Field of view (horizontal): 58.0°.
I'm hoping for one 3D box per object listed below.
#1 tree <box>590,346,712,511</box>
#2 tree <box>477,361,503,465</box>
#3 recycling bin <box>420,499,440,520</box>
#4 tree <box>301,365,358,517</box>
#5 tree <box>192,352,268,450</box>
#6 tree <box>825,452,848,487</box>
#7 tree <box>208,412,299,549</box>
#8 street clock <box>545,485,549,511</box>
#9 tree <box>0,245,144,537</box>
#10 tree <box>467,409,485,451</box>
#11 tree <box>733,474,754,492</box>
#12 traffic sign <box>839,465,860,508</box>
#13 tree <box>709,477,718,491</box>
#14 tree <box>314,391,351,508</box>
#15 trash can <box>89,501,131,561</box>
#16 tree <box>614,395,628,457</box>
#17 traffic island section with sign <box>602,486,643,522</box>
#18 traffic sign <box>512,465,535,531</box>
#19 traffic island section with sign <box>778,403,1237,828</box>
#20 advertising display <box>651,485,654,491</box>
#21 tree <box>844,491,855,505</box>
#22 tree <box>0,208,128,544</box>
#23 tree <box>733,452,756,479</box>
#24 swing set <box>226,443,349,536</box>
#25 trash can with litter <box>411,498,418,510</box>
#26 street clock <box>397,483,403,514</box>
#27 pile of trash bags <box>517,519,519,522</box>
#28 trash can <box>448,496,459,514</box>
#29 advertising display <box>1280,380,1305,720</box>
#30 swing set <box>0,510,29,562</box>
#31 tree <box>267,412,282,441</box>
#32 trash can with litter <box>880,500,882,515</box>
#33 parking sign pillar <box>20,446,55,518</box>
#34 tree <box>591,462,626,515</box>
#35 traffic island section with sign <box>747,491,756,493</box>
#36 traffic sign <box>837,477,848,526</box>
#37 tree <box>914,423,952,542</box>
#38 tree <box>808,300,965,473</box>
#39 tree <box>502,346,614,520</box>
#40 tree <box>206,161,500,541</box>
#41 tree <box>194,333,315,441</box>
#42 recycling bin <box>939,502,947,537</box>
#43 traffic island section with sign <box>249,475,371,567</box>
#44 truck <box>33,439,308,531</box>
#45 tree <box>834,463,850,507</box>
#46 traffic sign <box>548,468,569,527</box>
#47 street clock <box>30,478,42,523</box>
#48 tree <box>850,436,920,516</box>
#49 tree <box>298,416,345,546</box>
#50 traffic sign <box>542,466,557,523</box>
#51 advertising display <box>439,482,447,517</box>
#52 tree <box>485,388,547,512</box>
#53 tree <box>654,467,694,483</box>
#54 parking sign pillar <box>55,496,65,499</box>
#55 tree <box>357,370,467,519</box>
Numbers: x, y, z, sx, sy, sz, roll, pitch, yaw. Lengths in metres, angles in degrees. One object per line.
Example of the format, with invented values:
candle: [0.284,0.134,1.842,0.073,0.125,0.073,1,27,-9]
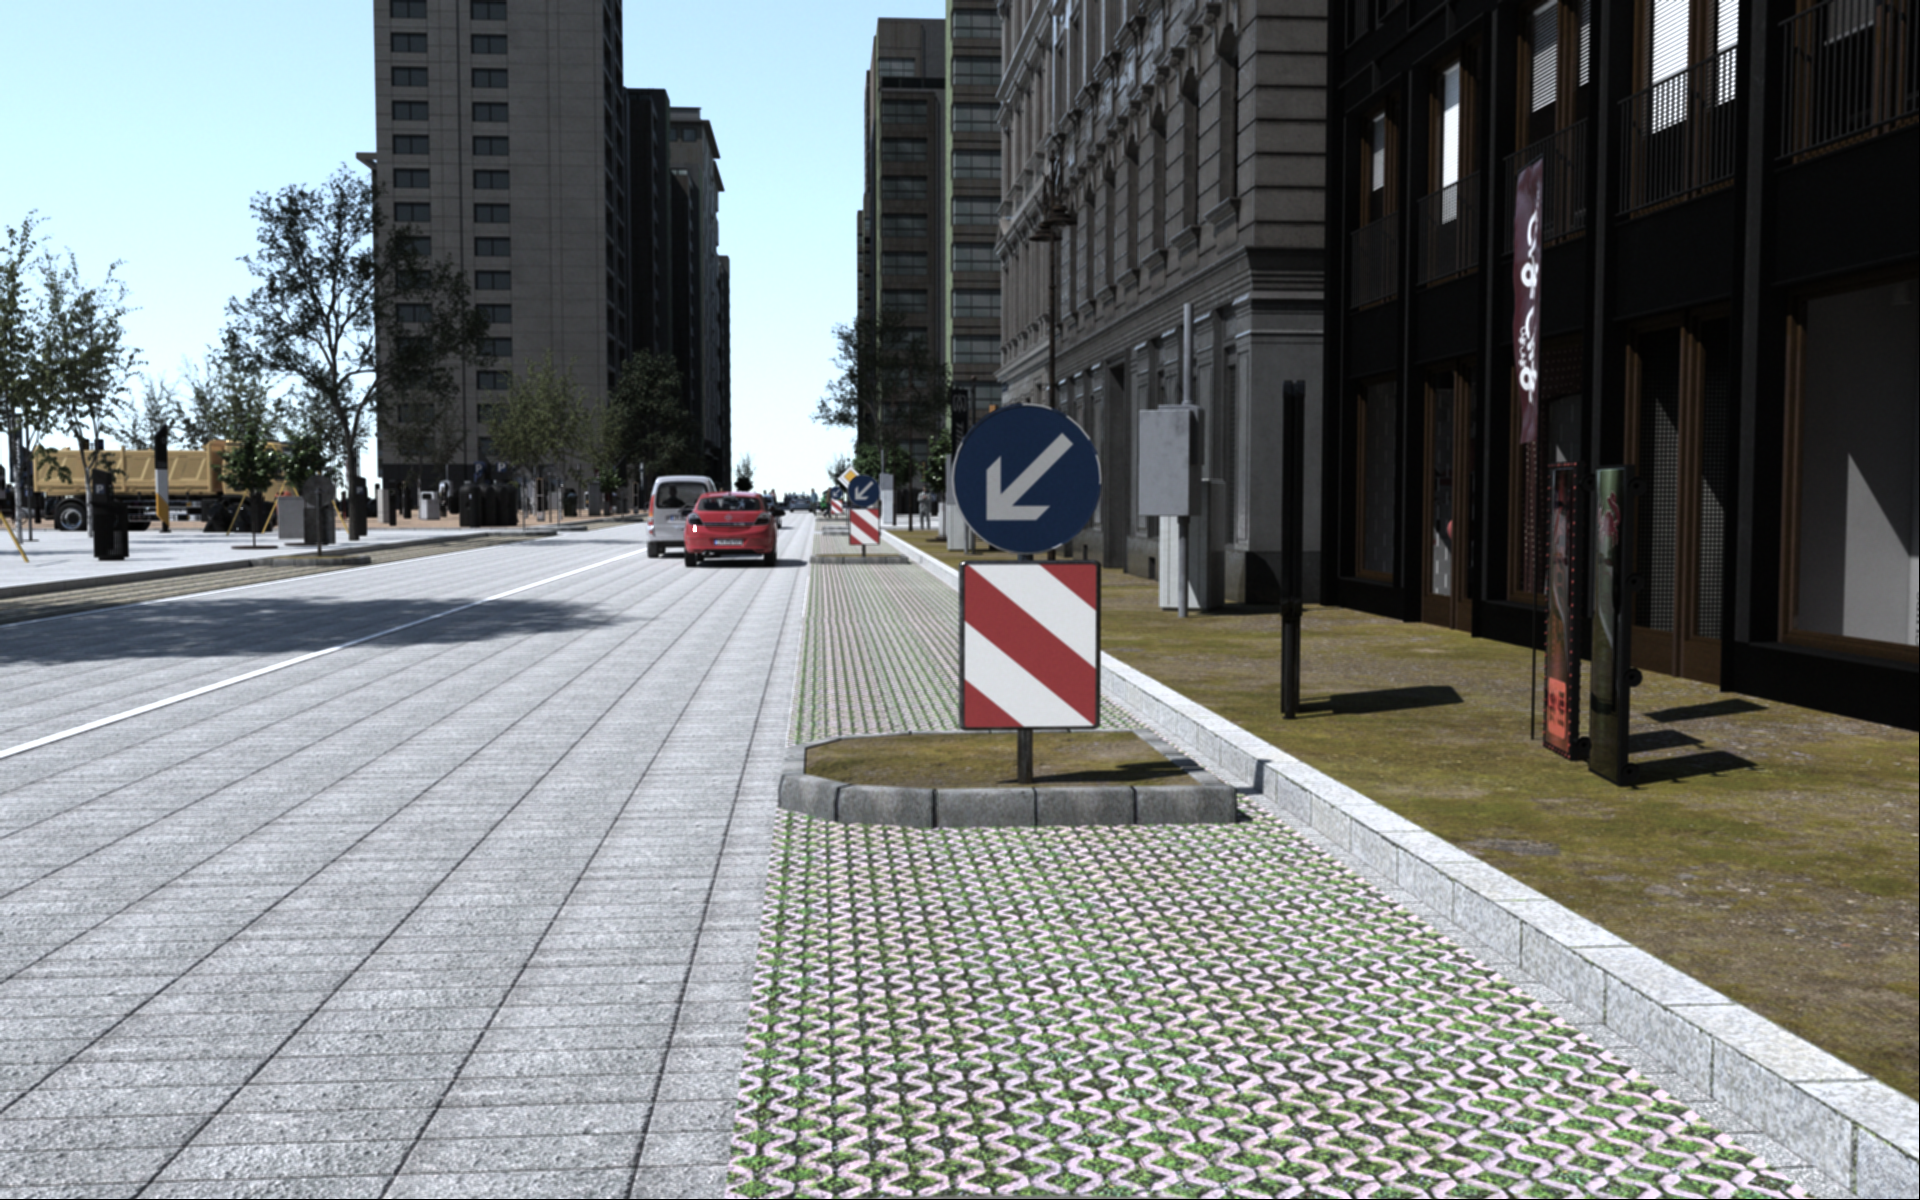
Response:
tree: [-24.047,-13.301,134.486,9.611,12.733,9.660,0,3,0]
tree: [-23.304,-8.655,91.867,4.737,8.622,4.395,0,3,0]
recycling bin: [-26.268,-4.485,85.878,0.722,1.027,0.722,-3,5,-43]
tree: [-35.510,-9.086,98.920,4.360,8.622,3.978,0,3,0]
tree: [-38.865,-8.482,89.050,4.360,8.622,3.978,0,3,0]
tree: [-20.754,-21.071,294.877,4.360,8.622,3.978,0,3,0]
tree: [-16.681,-2.826,40.806,1.663,3.219,1.824,0,3,0]
street clock: [-32.110,-7.943,134.445,0.358,2.002,0.471,2,4,30]
tree: [-25.824,-6.146,50.847,4.360,8.622,3.978,0,3,0]
tree: [-38.803,-10.986,129.990,4.360,8.622,3.978,0,3,0]
tree: [-35.497,-18.366,283.996,4.285,4.588,4.351,0,3,0]
traffic sign: [-3.816,-3.479,60.530,0.795,2.450,0.064,0,4,-5]
tree: [-28.296,-12.296,195.647,1.663,3.219,1.824,0,3,0]
tree: [-38.550,-9.358,103.362,4.737,8.622,4.395,0,3,0]
trash can: [-16.464,-1.341,33.578,0.748,1.137,0.748,0,3,0]
tree: [-26.029,-10.737,125.911,4.737,8.622,4.395,0,3,0]
traffic island section with sign: [-17.505,-4.973,89.944,1.989,1.847,2.006,0,4,-5]
traffic sign: [-15.025,-3.425,59.642,0.795,2.450,0.064,0,4,-5]
traffic island section with sign: [0.129,0.017,8.343,1.989,1.847,2.006,0,4,-5]
advertising display: [-22.506,-7.521,128.186,0.123,1.923,0.974,2,4,29]
tree: [-16.251,-15.643,250.365,1.663,3.219,1.824,0,3,0]
tree: [-23.991,-5.748,44.340,4.737,8.622,4.395,0,3,0]
tree: [-36.293,-20.917,292.351,4.360,8.622,3.978,0,3,0]
swing set: [-21.311,-3.500,54.840,2.862,2.851,3.119,0,4,-1]
trash can with litter: [-44.504,-7.912,140.743,1.055,1.170,0.624,-1,4,-10]
street clock: [-35.174,-6.384,108.948,0.471,2.002,0.358,-1,4,-15]
pile of trash bags: [-21.281,-4.151,77.616,1.912,1.369,3.447,1,4,12]
trash can: [-32.482,-6.092,111.259,0.748,1.137,0.748,0,3,0]
advertising display: [1.963,-0.308,10.244,0.123,1.923,0.974,1,4,11]
swing set: [-18.492,-2.022,30.688,2.862,2.851,3.119,-1,4,-16]
tree: [-48.849,-10.288,118.571,4.360,8.622,3.978,0,3,0]
trash can with litter: [-4.778,-5.651,103.787,1.055,1.170,0.624,0,4,5]
parking sign pillar: [-49.172,-6.305,91.560,1.447,3.967,1.447,0,4,1]
tree: [-21.692,-6.763,105.177,1.663,3.219,1.824,0,3,0]
traffic island section with sign: [-32.696,-16.386,276.535,1.989,1.847,2.006,0,4,-5]
traffic sign: [-4.463,-3.966,68.489,0.795,2.450,0.064,0,4,-5]
tree: [-0.203,-3.337,49.157,1.663,3.219,1.824,0,3,0]
tree: [-3.414,-9.056,82.473,8.767,10.594,7.601,2,4,25]
tree: [-19.885,-8.297,86.022,4.737,8.622,4.395,0,3,0]
tree: [-16.742,-6.945,47.960,8.767,10.594,7.601,0,4,0]
tree: [-32.254,-7.818,78.180,4.737,8.622,4.395,0,3,0]
recycling bin: [-0.185,-2.426,52.215,0.722,1.027,0.722,2,4,24]
traffic island section with sign: [-13.048,-1.612,34.978,1.989,1.847,2.006,0,4,-5]
truck: [-27.729,-4.059,62.285,9.791,3.379,3.469,0,4,-4]
tree: [-11.275,-11.930,178.774,4.285,4.588,4.351,0,3,0]
traffic sign: [-15.672,-3.912,67.601,0.795,2.450,0.064,0,4,-5]
street clock: [-40.290,-4.345,75.618,0.358,2.002,0.471,3,4,39]
tree: [-4.000,-7.178,101.075,4.285,4.588,4.351,0,3,0]
tree: [-16.259,-2.982,43.362,1.663,3.219,1.824,0,3,0]
traffic sign: [-18.364,-4.740,77.610,0.768,2.556,0.104,0,4,3]
advertising display: [-28.857,-5.596,96.712,0.123,1.923,0.974,-3,4,-36]
tree: [-31.852,-10.734,125.856,4.360,8.622,3.978,0,3,0]
tree: [-24.595,-10.122,149.205,4.285,4.588,4.351,0,3,0]
parking sign pillar: [-65.379,-8.358,125.132,1.447,3.967,1.447,1,4,10]
tree: [-27.881,-8.439,88.344,4.360,8.622,3.978,0,3,0]
